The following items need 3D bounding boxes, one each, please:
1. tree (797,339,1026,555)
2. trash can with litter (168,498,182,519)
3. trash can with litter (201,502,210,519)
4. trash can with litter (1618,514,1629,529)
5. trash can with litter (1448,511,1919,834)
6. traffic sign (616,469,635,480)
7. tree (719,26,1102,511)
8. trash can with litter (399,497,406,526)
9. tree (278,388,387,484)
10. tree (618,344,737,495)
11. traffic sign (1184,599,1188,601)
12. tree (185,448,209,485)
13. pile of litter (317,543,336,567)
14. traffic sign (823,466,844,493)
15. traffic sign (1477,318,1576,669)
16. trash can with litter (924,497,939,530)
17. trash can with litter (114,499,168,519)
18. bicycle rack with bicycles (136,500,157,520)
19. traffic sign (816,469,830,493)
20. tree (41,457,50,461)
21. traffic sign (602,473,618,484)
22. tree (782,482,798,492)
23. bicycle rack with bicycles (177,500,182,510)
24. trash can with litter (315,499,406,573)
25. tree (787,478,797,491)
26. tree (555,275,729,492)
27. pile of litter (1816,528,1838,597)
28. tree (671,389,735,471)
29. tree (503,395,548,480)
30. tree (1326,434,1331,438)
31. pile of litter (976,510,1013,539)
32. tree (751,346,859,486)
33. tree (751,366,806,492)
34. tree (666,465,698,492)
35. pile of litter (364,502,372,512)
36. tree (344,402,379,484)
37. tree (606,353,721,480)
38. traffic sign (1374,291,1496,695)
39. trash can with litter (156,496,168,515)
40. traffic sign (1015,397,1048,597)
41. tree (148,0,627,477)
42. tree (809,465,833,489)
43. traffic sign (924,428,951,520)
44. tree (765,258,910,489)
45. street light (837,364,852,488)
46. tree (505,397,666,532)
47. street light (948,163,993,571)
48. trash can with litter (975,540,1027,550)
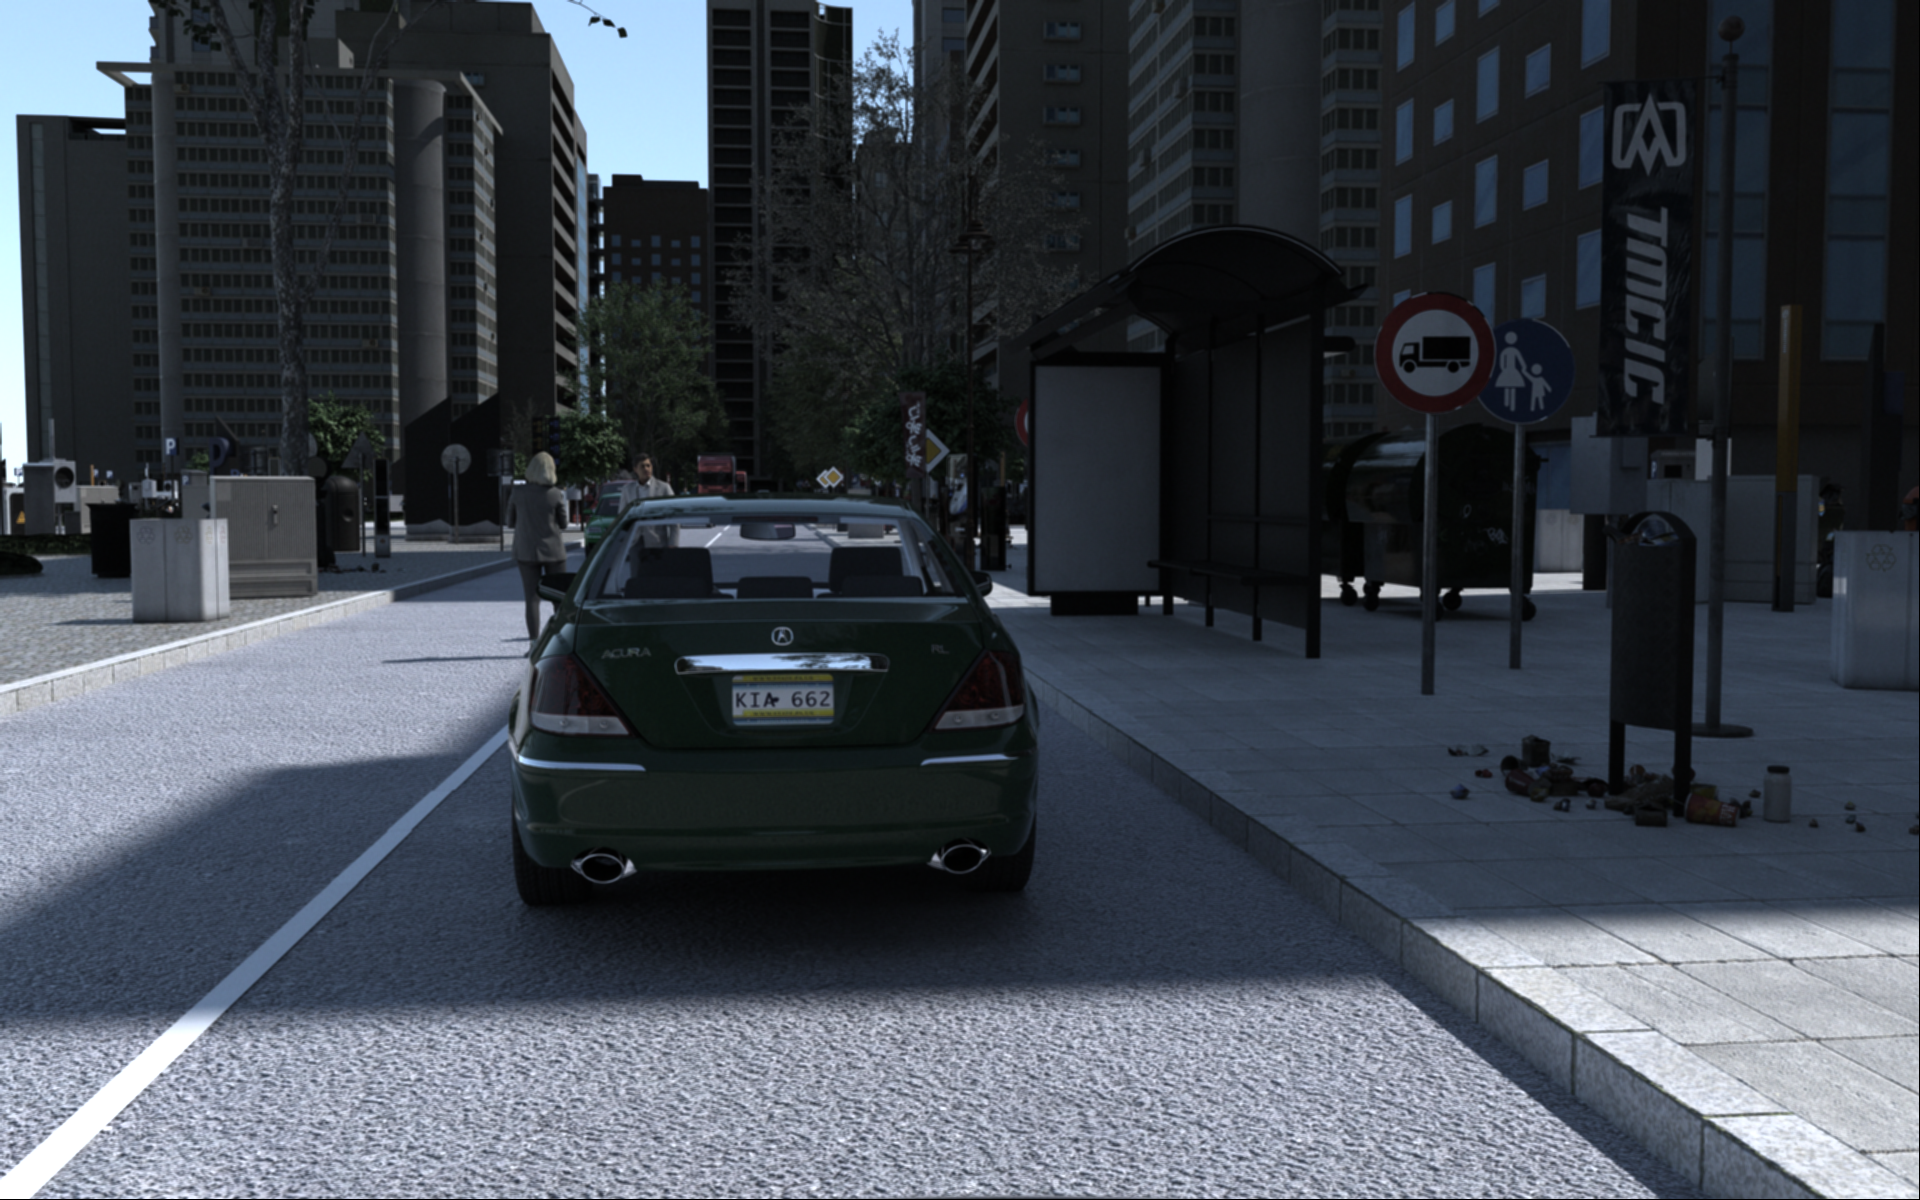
[{"bbox_3d":[-0.426,-3.242,36.725,4.285,4.588,4.351,0,3,0],"label":"tree"},{"bbox_3d":[-21.340,-2.131,46.227,1.055,1.170,0.624,1,4,11],"label":"trash can with litter"},{"bbox_3d":[-10.077,-0.786,24.239,1.055,1.170,0.624,0,4,-1],"label":"trash can with litter"},{"bbox_3d":[11.036,-1.072,28.910,1.055,1.170,0.624,-3,5,-43],"label":"trash can with litter"},{"bbox_3d":[2.879,0.218,7.496,1.678,1.210,2.233,-1,4,-8],"label":"trash can with litter"},{"bbox_3d":[-13.388,-4.013,69.251,0.795,2.450,0.064,0,4,-6],"label":"traffic sign"},{"bbox_3d":[-1.195,-8.266,45.514,12.009,13.543,11.850,0,3,0],"label":"tree"},{"bbox_3d":[-22.127,-3.592,70.121,0.624,1.170,1.055,2,4,28],"label":"trash can with litter"},{"bbox_3d":[-19.492,-4.282,53.731,4.285,4.588,4.351,0,3,0],"label":"tree"},{"bbox_3d":[-21.681,-13.106,131.294,9.611,12.733,9.660,0,3,0],"label":"tree"},{"bbox_3d":[2.737,-1.265,20.794,0.768,2.556,0.104,0,4,1],"label":"traffic sign"},{"bbox_3d":[-53.357,-8.522,123.051,4.285,4.588,4.351,0,3,0],"label":"tree"},{"bbox_3d":[-11.636,-0.990,30.155,1.176,0.858,1.719,3,5,44],"label":"pile of litter"},{"bbox_3d":[-4.541,-3.581,62.195,0.795,2.450,0.064,0,4,-6],"label":"traffic sign"},{"bbox_3d":[4.082,-0.768,12.658,0.768,2.556,0.104,0,4,-1],"label":"traffic sign"},{"bbox_3d":[-1.106,-3.038,61.057,0.624,1.170,1.055,-1,4,-21],"label":"trash can with litter"},{"bbox_3d":[-19.299,-1.785,40.564,0.624,1.170,1.055,3,5,40],"label":"trash can with litter"},{"bbox_3d":[-40.704,-4.398,85.291,2.925,0.926,2.852,-1,4,-21],"label":"bicycle rack with bicycles"},{"bbox_3d":[-5.443,-4.066,70.129,0.795,2.450,0.064,0,4,-6],"label":"traffic sign"},{"bbox_3d":[-42.613,-5.318,81.554,1.663,3.219,1.824,0,3,0],"label":"tree"},{"bbox_3d":[-12.487,-3.527,61.316,0.795,2.450,0.064,0,4,-6],"label":"traffic sign"},{"bbox_3d":[-16.849,-13.891,177.472,4.360,8.622,3.978,0,3,0],"label":"tree"},{"bbox_3d":[-47.026,-5.468,102.784,2.852,0.926,2.925,-3,5,-43],"label":"bicycle rack with bicycles"},{"bbox_3d":[-10.267,-1.057,28.334,2.233,1.210,1.678,0,4,-7],"label":"trash can with litter"},{"bbox_3d":[-14.112,-10.407,153.874,4.285,4.588,4.351,0,3,0],"label":"tree"},{"bbox_3d":[-15.461,-9.616,82.982,9.928,11.665,9.643,0,3,0],"label":"tree"},{"bbox_3d":[11.277,-0.470,21.654,1.719,0.858,1.176,-3,5,-43],"label":"pile of litter"},{"bbox_3d":[-25.239,-15.139,165.644,7.486,12.596,7.792,0,3,0],"label":"tree"},{"bbox_3d":[-32.420,-10.915,128.822,4.360,8.622,3.978,0,3,0],"label":"tree"},{"bbox_3d":[11.861,-3.739,55.733,1.663,3.219,1.824,0,3,0],"label":"tree"},{"bbox_3d":[0.993,-2.207,50.046,1.176,0.858,1.719,1,4,10],"label":"pile of litter"},{"bbox_3d":[-10.816,-13.005,129.641,9.611,12.733,9.660,0,3,0],"label":"tree"},{"bbox_3d":[-14.670,-15.675,162.935,9.857,13.997,8.962,0,3,0],"label":"tree"},{"bbox_3d":[-24.380,-10.338,152.743,4.285,4.588,4.351,0,3,0],"label":"tree"},{"bbox_3d":[-33.083,-5.072,96.894,1.176,0.858,1.719,-3,5,-44],"label":"pile of litter"},{"bbox_3d":[-47.790,-11.428,137.215,4.737,8.622,4.395,0,3,0],"label":"tree"},{"bbox_3d":[-18.628,-10.611,107.906,8.767,10.594,7.601,1,4,11],"label":"tree"},{"bbox_3d":[2.995,-0.667,11.014,0.768,2.556,0.104,0,4,1],"label":"traffic sign"},{"bbox_3d":[-32.192,-3.634,70.479,2.233,1.210,1.678,1,4,13],"label":"trash can with litter"},{"bbox_3d":[1.058,-1.310,21.524,0.768,2.556,0.104,0,4,-6],"label":"traffic sign"},{"bbox_3d":[-9.653,-10.232,23.180,12.611,20.169,13.585,0,3,0],"label":"tree"},{"bbox_3d":[-7.892,-6.376,98.841,1.663,3.219,1.824,0,3,0],"label":"tree"},{"bbox_3d":[-0.560,-1.785,30.366,0.795,2.450,0.064,0,4,-4],"label":"traffic sign"},{"bbox_3d":[-5.244,-10.082,82.964,7.486,12.596,7.792,0,3,0],"label":"tree"},{"bbox_3d":[-4.112,-5.442,61.768,0.468,5.910,1.993,0,4,-6],"label":"street light"},{"bbox_3d":[-12.965,-4.604,58.982,4.285,4.588,4.351,0,3,0],"label":"tree"},{"bbox_3d":[0.140,-3.170,24.611,0.468,5.910,1.993,0,4,-6],"label":"street light"},{"bbox_3d":[0.836,-1.831,40.990,1.678,1.210,2.233,0,4,-4],"label":"trash can with litter"}]
